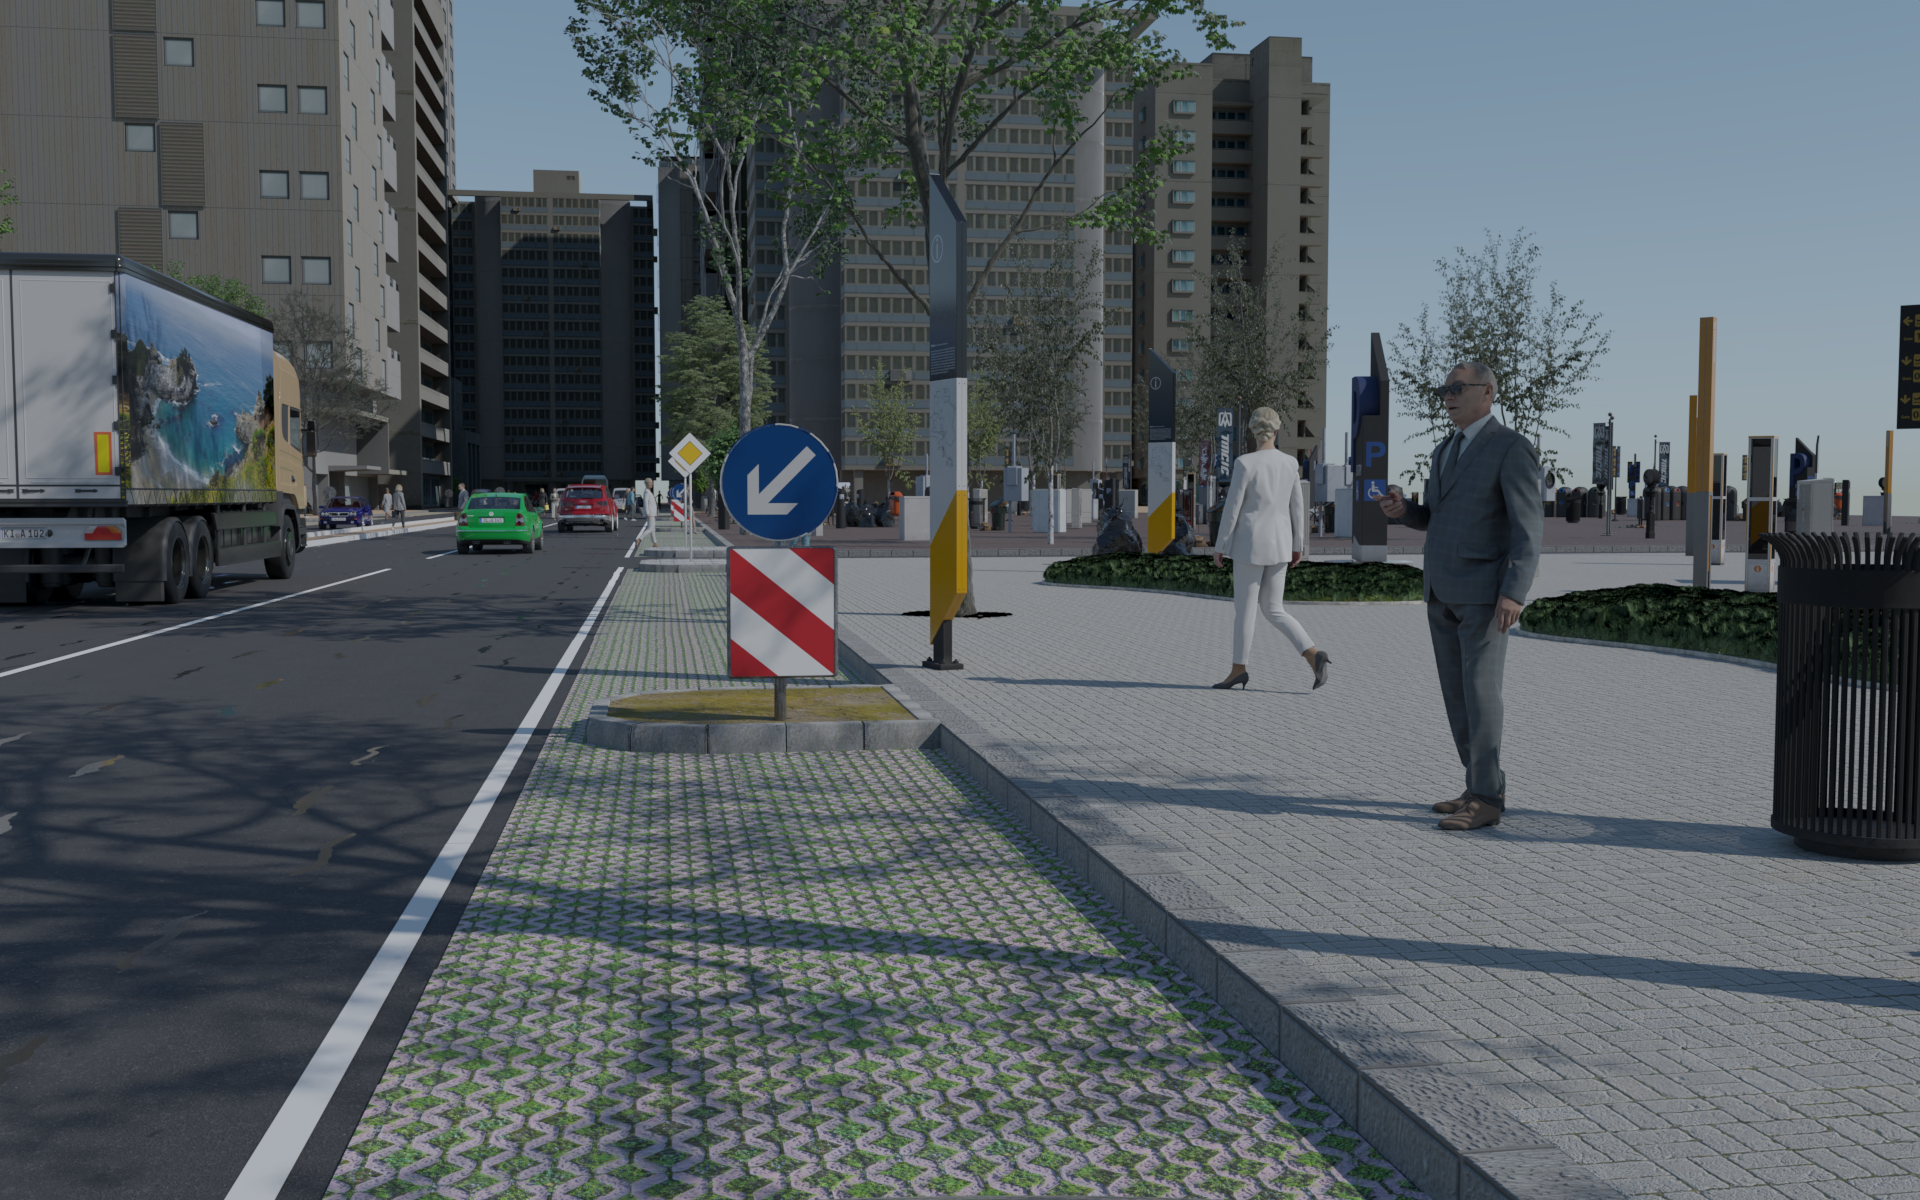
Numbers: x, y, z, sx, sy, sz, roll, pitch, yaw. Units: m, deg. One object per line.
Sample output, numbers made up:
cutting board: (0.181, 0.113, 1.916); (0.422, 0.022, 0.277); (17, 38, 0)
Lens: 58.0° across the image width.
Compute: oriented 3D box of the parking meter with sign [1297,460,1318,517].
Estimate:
parking meter with sign: (17.575, -5.713, 89.668); (1.738, 3.016, 0.543); (0, 4, 0)

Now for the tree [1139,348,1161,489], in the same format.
tree: (9.545, -7.170, 67.589); (4.360, 8.622, 3.978); (0, 3, 0)

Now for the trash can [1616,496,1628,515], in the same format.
trash can: (40.834, -5.829, 106.960); (0.748, 1.137, 0.748); (0, 3, 0)

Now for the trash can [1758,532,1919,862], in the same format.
trash can: (3.268, 0.332, 6.231); (0.748, 1.137, 0.748); (0, 3, 0)

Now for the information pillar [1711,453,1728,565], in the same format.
information pillar: (13.631, -1.637, 31.252); (0.304, 2.012, 0.304); (3, 4, 37)

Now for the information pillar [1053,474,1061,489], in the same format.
information pillar: (3.495, -3.605, 63.435); (0.304, 2.012, 0.304); (1, 4, 21)

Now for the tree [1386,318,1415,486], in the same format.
tree: (14.853, -6.230, 52.228); (4.360, 8.622, 3.978); (0, 3, 0)

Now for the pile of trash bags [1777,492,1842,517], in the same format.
pile of trash bags: (47.177, -5.315, 96.655); (3.447, 1.369, 1.912); (0, 4, 1)

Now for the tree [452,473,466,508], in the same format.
tree: (-47.053, -10.244, 162.097); (1.663, 3.219, 1.824); (0, 3, 0)

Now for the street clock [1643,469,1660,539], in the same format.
street clock: (19.916, -2.774, 49.925); (0.358, 2.002, 0.471); (-1, 4, -16)

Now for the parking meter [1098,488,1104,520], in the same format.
parking meter: (5.960, -3.917, 72.451); (0.372, 1.533, 0.369); (0, 3, 0)

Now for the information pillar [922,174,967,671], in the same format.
information pillar: (-0.093, -1.298, 12.578); (0.183, 3.616, 0.504); (-2, 4, -25)

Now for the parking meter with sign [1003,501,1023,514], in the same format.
parking meter with sign: (3.478, -7.208, 114.109); (1.738, 3.016, 0.543); (-3, 4, -37)

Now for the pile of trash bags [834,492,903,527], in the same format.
pile of trash bags: (-3.226, -3.511, 67.161); (1.912, 1.369, 3.447); (-2, 4, -35)

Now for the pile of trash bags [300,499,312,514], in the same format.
pile of trash bags: (-42.326, -6.075, 109.081); (1.912, 1.369, 3.447); (1, 4, 9)

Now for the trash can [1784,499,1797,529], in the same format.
trash can: (26.848, -2.692, 55.675); (0.748, 1.137, 0.748); (0, 3, 0)

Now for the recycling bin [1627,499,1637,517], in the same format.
recycling bin: (37.940, -5.193, 97.465); (0.722, 1.027, 0.722); (2, 4, 24)

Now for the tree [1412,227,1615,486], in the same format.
tree: (15.343, -5.943, 47.528); (4.360, 8.622, 3.978); (0, 3, 0)

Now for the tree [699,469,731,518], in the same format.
tree: (-12.750, -6.026, 93.130); (1.663, 3.219, 1.824); (0, 3, 0)

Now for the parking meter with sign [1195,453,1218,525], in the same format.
parking meter with sign: (10.460, -4.717, 73.377); (0.543, 3.016, 1.738); (3, 5, 40)

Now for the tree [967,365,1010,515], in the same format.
tree: (1.068, -8.982, 97.214); (4.737, 8.622, 4.395); (0, 3, 0)

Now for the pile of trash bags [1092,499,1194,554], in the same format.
pile of trash bags: (3.439, -1.313, 31.214); (1.912, 1.369, 3.447); (1, 4, 15)

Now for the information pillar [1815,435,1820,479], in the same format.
information pillar: (34.051, -4.740, 68.847); (0.183, 3.616, 0.504); (2, 4, 32)

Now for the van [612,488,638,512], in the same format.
van: (-23.882, -7.084, 122.842); (2.013, 2.044, 4.112); (-1, 4, -9)

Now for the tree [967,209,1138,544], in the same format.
tree: (2.084, -5.736, 44.149); (4.360, 8.622, 3.978); (0, 3, 0)

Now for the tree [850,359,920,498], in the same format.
tree: (-3.865, -8.783, 93.967); (4.737, 8.622, 4.395); (0, 3, 0)

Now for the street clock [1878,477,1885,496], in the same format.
street clock: (39.274, -4.222, 73.602); (0.471, 2.002, 0.358); (-1, 4, -15)

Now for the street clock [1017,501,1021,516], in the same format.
street clock: (3.503, -5.997, 102.621); (0.358, 2.002, 0.471); (2, 4, 33)

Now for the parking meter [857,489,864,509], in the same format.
parking meter: (-4.888, -4.682, 84.955); (0.372, 1.533, 0.369); (0, 3, 0)

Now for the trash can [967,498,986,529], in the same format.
trash can: (0.615, -3.181, 63.661); (0.748, 1.137, 0.748); (0, 3, 0)

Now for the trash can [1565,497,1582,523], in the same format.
trash can: (27.291, -4.002, 77.089); (0.748, 1.137, 0.748); (0, 3, 0)

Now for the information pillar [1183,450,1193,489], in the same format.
information pillar: (11.109, -5.691, 84.410); (0.504, 3.616, 0.183); (-1, 4, -23)

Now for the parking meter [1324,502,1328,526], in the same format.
parking meter: (15.049, -3.971, 70.633); (0.255, 1.863, 0.399); (2, 4, 35)

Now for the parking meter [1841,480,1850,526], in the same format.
parking meter: (36.080, -3.966, 70.548); (0.255, 1.863, 0.399); (3, 4, 36)

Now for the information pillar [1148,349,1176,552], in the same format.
information pillar: (3.228, -2.231, 27.830); (0.504, 3.616, 0.183); (3, 5, 41)

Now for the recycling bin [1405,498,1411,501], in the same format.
recycling bin: (28.946, -6.063, 111.683); (0.722, 1.027, 0.722); (3, 4, 38)

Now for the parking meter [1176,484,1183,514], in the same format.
parking meter: (11.187, -5.033, 87.993); (0.399, 1.863, 0.255); (-1, 4, -14)

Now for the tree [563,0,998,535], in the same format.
tree: (-5.439, -12.070, 53.228); (12.611, 20.169, 13.585); (0, 3, 0)

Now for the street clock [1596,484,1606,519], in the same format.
street clock: (33.484, -5.254, 90.467); (0.471, 2.002, 0.358); (2, 4, 32)

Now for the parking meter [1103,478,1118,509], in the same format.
parking meter: (5.478, -3.533, 63.483); (0.399, 1.863, 0.255); (2, 4, 24)

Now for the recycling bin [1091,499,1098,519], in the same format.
recycling bin: (6.860, -4.613, 87.971); (0.722, 1.027, 0.722); (-2, 4, -29)

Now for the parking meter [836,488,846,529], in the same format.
parking meter: (-4.442, -3.430, 64.484); (0.372, 1.533, 0.369); (0, 3, 0)

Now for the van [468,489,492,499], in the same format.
van: (-38.967, -8.183, 140.802); (2.013, 2.044, 4.112); (0, 4, -8)

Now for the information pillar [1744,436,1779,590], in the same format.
information pillar: (10.158, -1.068, 21.949); (0.304, 2.012, 0.304); (3, 4, 36)

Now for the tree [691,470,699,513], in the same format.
tree: (-17.420, -7.437, 116.188); (1.663, 3.219, 1.824); (0, 3, 0)

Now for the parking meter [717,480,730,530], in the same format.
parking meter: (-8.544, -3.478, 62.572); (0.399, 1.863, 0.255); (3, 4, 37)

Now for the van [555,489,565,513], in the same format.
van: (-30.024, -7.637, 131.878); (2.013, 2.044, 4.112); (-1, 4, -10)

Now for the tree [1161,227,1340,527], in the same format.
tree: (8.318, -6.008, 48.600); (4.360, 8.622, 3.978); (0, 3, 0)

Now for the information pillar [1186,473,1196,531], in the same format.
information pillar: (8.110, -3.445, 60.822); (0.304, 2.012, 0.304); (1, 4, 12)
